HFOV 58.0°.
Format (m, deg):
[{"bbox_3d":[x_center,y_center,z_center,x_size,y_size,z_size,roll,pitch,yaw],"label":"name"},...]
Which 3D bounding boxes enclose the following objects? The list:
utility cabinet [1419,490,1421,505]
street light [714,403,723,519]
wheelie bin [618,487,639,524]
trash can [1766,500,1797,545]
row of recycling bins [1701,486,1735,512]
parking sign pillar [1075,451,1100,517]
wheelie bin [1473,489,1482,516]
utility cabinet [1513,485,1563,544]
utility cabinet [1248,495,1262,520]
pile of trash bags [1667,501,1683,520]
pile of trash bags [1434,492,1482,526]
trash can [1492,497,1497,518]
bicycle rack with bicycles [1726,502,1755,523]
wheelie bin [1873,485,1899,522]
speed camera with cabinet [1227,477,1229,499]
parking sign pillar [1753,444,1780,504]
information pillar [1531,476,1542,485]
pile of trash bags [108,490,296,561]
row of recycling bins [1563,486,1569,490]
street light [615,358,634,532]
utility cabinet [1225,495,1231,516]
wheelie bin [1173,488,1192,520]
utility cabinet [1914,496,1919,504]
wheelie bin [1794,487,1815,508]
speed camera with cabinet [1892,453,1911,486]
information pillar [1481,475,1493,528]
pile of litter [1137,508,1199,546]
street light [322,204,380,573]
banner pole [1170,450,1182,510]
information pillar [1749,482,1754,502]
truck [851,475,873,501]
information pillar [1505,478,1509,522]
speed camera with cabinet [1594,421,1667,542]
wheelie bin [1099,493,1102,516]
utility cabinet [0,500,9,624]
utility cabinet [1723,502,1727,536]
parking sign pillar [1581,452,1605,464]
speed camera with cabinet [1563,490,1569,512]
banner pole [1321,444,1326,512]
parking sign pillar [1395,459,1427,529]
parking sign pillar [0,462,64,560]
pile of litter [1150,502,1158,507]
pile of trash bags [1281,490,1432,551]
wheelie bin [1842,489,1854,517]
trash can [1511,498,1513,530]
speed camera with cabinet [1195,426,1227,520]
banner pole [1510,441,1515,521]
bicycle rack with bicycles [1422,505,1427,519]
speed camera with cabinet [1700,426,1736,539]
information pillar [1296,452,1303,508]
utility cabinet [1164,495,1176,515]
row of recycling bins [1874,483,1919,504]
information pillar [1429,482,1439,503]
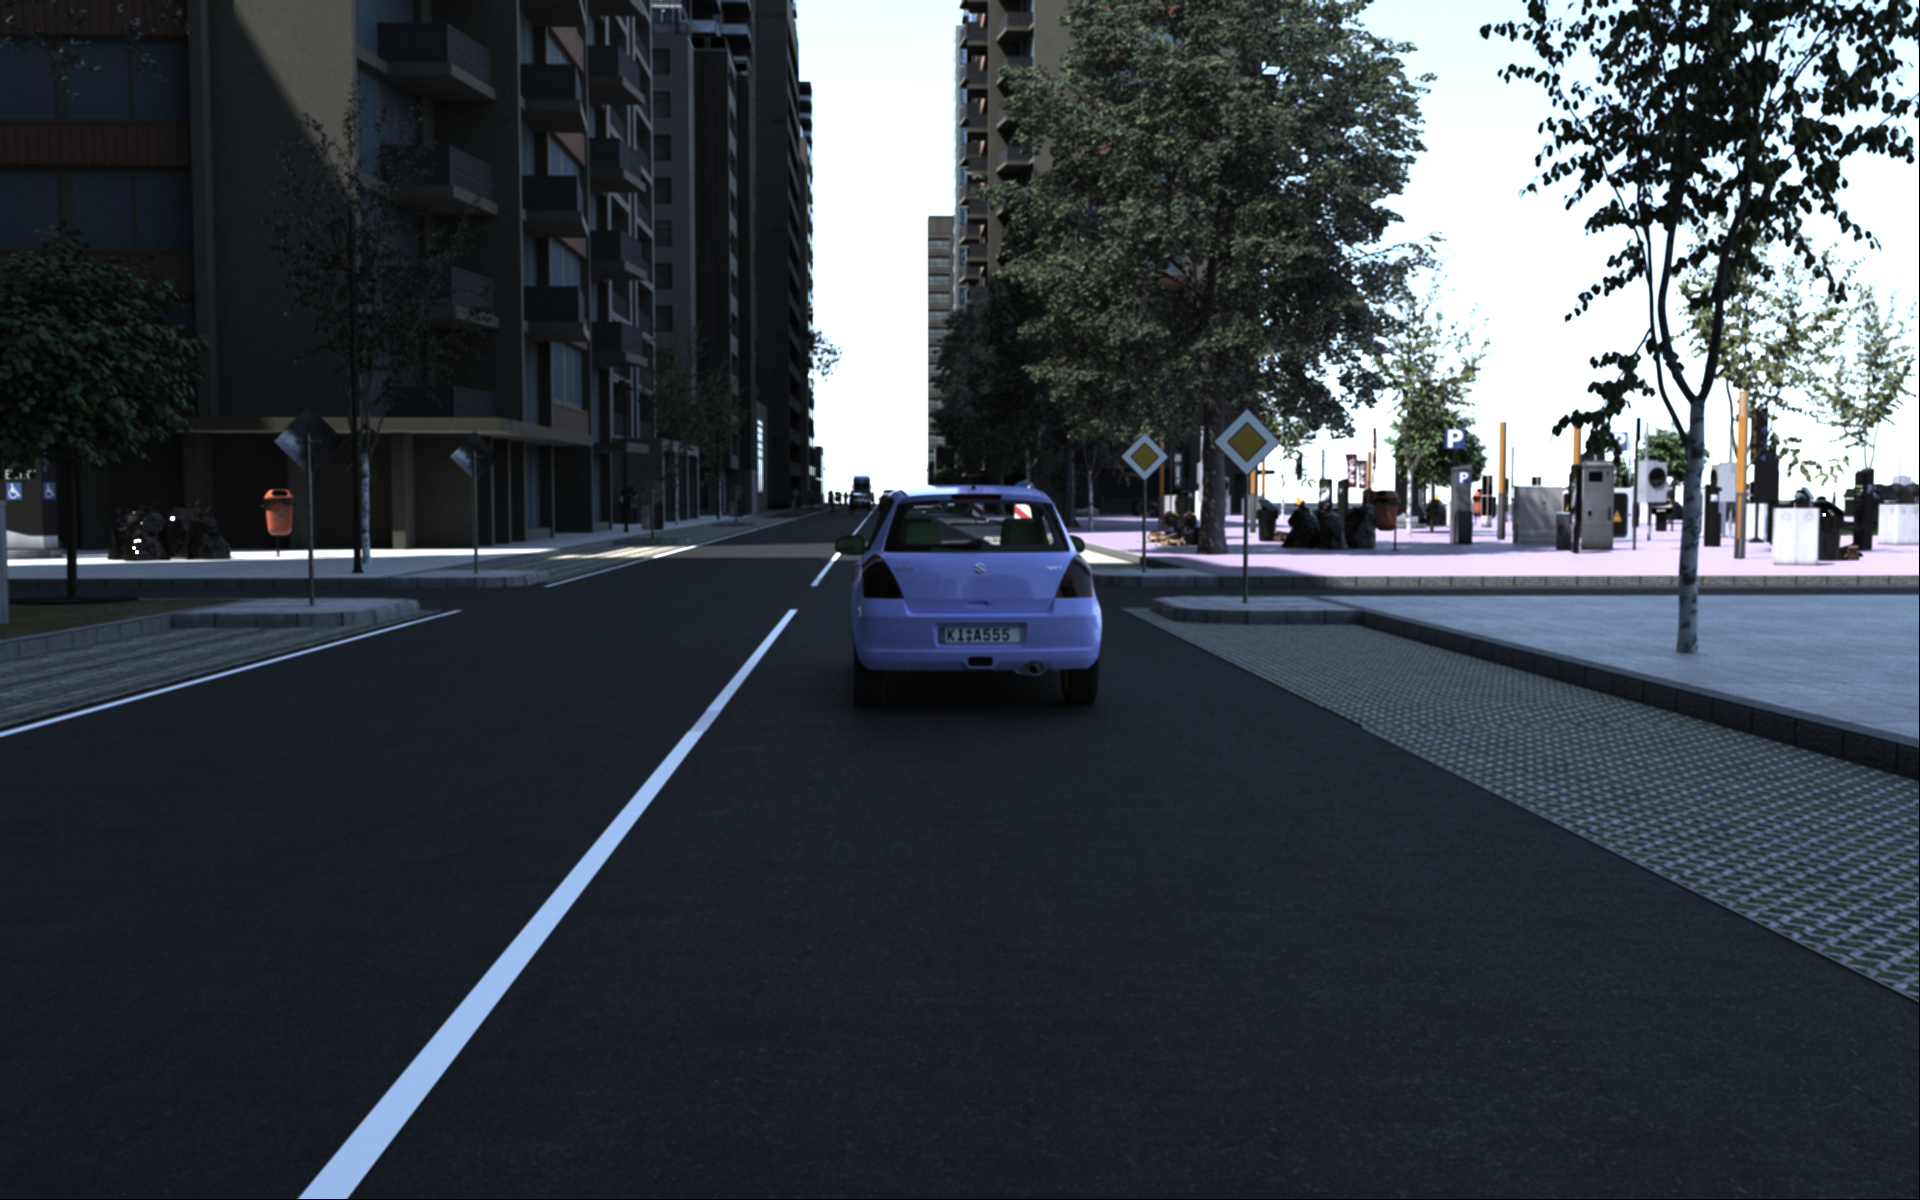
[{"bbox_3d":[22.418,-4.754,86.411,0.318,1.500,1.173,-3,4,-38],"label":"utility cabinet"},{"bbox_3d":[-12.314,-7.051,88.071,0.468,5.910,1.993,0,4,-2],"label":"street light"},{"bbox_3d":[-14.307,-4.101,74.965,0.693,1.594,0.980,2,4,24],"label":"wheelie bin"},{"bbox_3d":[20.699,-1.959,43.687,0.748,1.137,0.748,0,3,0],"label":"trash can"},{"bbox_3d":[39.653,-5.141,91.172,3.534,1.692,1.069,-1,4,-19],"label":"row of recycling bins"},{"bbox_3d":[7.079,-6.611,96.569,1.447,3.967,1.447,-1,4,-9],"label":"parking sign pillar"},{"bbox_3d":[30.043,-5.616,99.722,0.980,1.594,0.693,-2,4,-30],"label":"wheelie bin"},{"bbox_3d":[14.597,-2.144,43.732,1.173,1.500,0.318,0,4,-6],"label":"utility cabinet"},{"bbox_3d":[14.654,-4.619,86.676,1.020,1.237,0.306,-2,4,-35],"label":"utility cabinet"},{"bbox_3d":[35.652,-4.645,85.692,3.447,1.369,1.912,-1,4,-14],"label":"pile of trash bags"},{"bbox_3d":[19.869,-3.695,70.158,3.447,1.369,1.912,-1,4,-20],"label":"pile of trash bags"},{"bbox_3d":[28.693,-5.020,93.738,0.748,1.137,0.748,0,3,0],"label":"trash can"},{"bbox_3d":[34.620,-3.927,77.582,2.925,0.926,2.852,-2,4,-24],"label":"bicycle rack with bicycles"},{"bbox_3d":[32.698,-3.270,61.373,0.980,1.594,0.693,-1,4,-8],"label":"wheelie bin"},{"bbox_3d":[12.777,-5.712,87.732,2.038,3.252,0.660,-3,5,-42],"label":"speed camera with cabinet"},{"bbox_3d":[43.556,-6.426,93.541,1.447,3.967,1.447,-2,4,-26],"label":"parking sign pillar"},{"bbox_3d":[23.873,-4.115,71.778,0.304,2.012,0.304,-3,4,-36],"label":"information pillar"},{"bbox_3d":[-15.032,-1.510,34.443,3.447,1.369,1.912,-2,4,-30],"label":"pile of trash bags"},{"bbox_3d":[32.675,-5.061,89.868,1.069,1.692,3.534,-2,4,-28],"label":"row of recycling bins"},{"bbox_3d":[-11.240,-5.220,58.141,0.468,5.910,1.993,0,4,-2],"label":"street light"},{"bbox_3d":[15.556,-5.602,102.761,1.020,1.237,0.306,-2,4,-24],"label":"utility cabinet"},{"bbox_3d":[11.018,-4.741,85.420,0.980,1.594,0.693,-1,4,-17],"label":"wheelie bin"},{"bbox_3d":[33.917,-3.068,61.325,0.306,1.237,1.020,2,4,30],"label":"utility cabinet"},{"bbox_3d":[35.828,-4.015,73.550,0.693,1.594,0.980,3,5,44],"label":"wheelie bin"},{"bbox_3d":[45.637,-5.417,82.910,0.660,3.252,2.038,-1,4,-15],"label":"speed camera with cabinet"},{"bbox_3d":[20.204,-3.786,66.399,0.304,2.012,0.304,-2,4,-35],"label":"information pillar"},{"bbox_3d":[5.486,-1.800,43.391,1.719,0.858,1.176,-2,4,-35],"label":"pile of litter"},{"bbox_3d":[-9.798,-3.377,27.999,0.468,5.910,1.993,0,4,-2],"label":"street light"},{"bbox_3d":[11.310,-6.182,91.091,0.863,3.779,0.401,-1,4,-18],"label":"banner pole"},{"bbox_3d":[46.387,-5.930,101.441,0.304,2.012,0.304,1,4,21],"label":"information pillar"},{"bbox_3d":[-14.049,-15.734,247.009,2.967,4.110,18.799,0,4,-4],"label":"truck"},{"bbox_3d":[24.942,-4.581,79.398,0.304,2.012,0.304,-2,4,-34],"label":"information pillar"},{"bbox_3d":[18.085,-3.210,46.820,2.038,3.252,0.660,-1,4,-17],"label":"speed camera with cabinet"},{"bbox_3d":[8.168,-5.856,103.660,0.693,1.594,0.980,0,4,2],"label":"wheelie bin"},{"bbox_3d":[-9.842,-0.382,17.410,0.306,1.237,1.020,-3,5,-39],"label":"utility cabinet"},{"bbox_3d":[22.986,-2.568,53.142,0.306,1.237,1.020,-2,4,-30],"label":"utility cabinet"},{"bbox_3d":[31.048,-5.914,85.161,1.447,3.967,1.447,3,4,38],"label":"parking sign pillar"},{"bbox_3d":[27.119,-4.968,75.560,0.660,3.252,2.038,-1,4,-15],"label":"speed camera with cabinet"},{"bbox_3d":[18.021,-5.869,85.977,0.401,3.779,0.863,2,4,27],"label":"banner pole"},{"bbox_3d":[16.721,-4.668,64.798,1.447,3.967,1.447,-1,4,-8],"label":"parking sign pillar"},{"bbox_3d":[-18.714,-2.814,34.479,1.447,3.967,1.447,1,4,11],"label":"parking sign pillar"},{"bbox_3d":[10.395,-4.906,94.181,1.719,0.858,1.176,0,4,-3],"label":"pile of litter"},{"bbox_3d":[9.105,-1.886,40.596,1.912,1.369,3.447,-2,4,-25],"label":"pile of trash bags"},{"bbox_3d":[50.682,-5.539,98.476,0.693,1.594,0.980,-3,5,-43],"label":"wheelie bin"},{"bbox_3d":[18.985,-2.867,58.521,0.748,1.137,0.748,0,3,0],"label":"trash can"},{"bbox_3d":[7.214,-3.403,49.979,0.660,3.252,2.038,0,4,5],"label":"speed camera with cabinet"},{"bbox_3d":[26.130,-5.619,81.883,0.401,3.779,0.863,2,4,27],"label":"banner pole"},{"bbox_3d":[21.498,-4.235,82.618,2.852,0.926,2.925,-3,5,-41],"label":"bicycle rack with bicycles"},{"bbox_3d":[22.144,-3.452,50.781,0.660,3.252,2.038,0,4,5],"label":"speed camera with cabinet"},{"bbox_3d":[19.043,-6.471,97.148,0.183,3.616,0.504,-1,4,-23],"label":"information pillar"},{"bbox_3d":[11.942,-5.383,99.167,1.020,1.237,0.306,2,4,35],"label":"utility cabinet"},{"bbox_3d":[36.279,-3.629,66.445,1.069,1.692,3.534,-1,4,-17],"label":"row of recycling bins"},{"bbox_3d":[25.281,-6.179,92.379,0.504,3.616,0.183,1,4,22],"label":"information pillar"}]
